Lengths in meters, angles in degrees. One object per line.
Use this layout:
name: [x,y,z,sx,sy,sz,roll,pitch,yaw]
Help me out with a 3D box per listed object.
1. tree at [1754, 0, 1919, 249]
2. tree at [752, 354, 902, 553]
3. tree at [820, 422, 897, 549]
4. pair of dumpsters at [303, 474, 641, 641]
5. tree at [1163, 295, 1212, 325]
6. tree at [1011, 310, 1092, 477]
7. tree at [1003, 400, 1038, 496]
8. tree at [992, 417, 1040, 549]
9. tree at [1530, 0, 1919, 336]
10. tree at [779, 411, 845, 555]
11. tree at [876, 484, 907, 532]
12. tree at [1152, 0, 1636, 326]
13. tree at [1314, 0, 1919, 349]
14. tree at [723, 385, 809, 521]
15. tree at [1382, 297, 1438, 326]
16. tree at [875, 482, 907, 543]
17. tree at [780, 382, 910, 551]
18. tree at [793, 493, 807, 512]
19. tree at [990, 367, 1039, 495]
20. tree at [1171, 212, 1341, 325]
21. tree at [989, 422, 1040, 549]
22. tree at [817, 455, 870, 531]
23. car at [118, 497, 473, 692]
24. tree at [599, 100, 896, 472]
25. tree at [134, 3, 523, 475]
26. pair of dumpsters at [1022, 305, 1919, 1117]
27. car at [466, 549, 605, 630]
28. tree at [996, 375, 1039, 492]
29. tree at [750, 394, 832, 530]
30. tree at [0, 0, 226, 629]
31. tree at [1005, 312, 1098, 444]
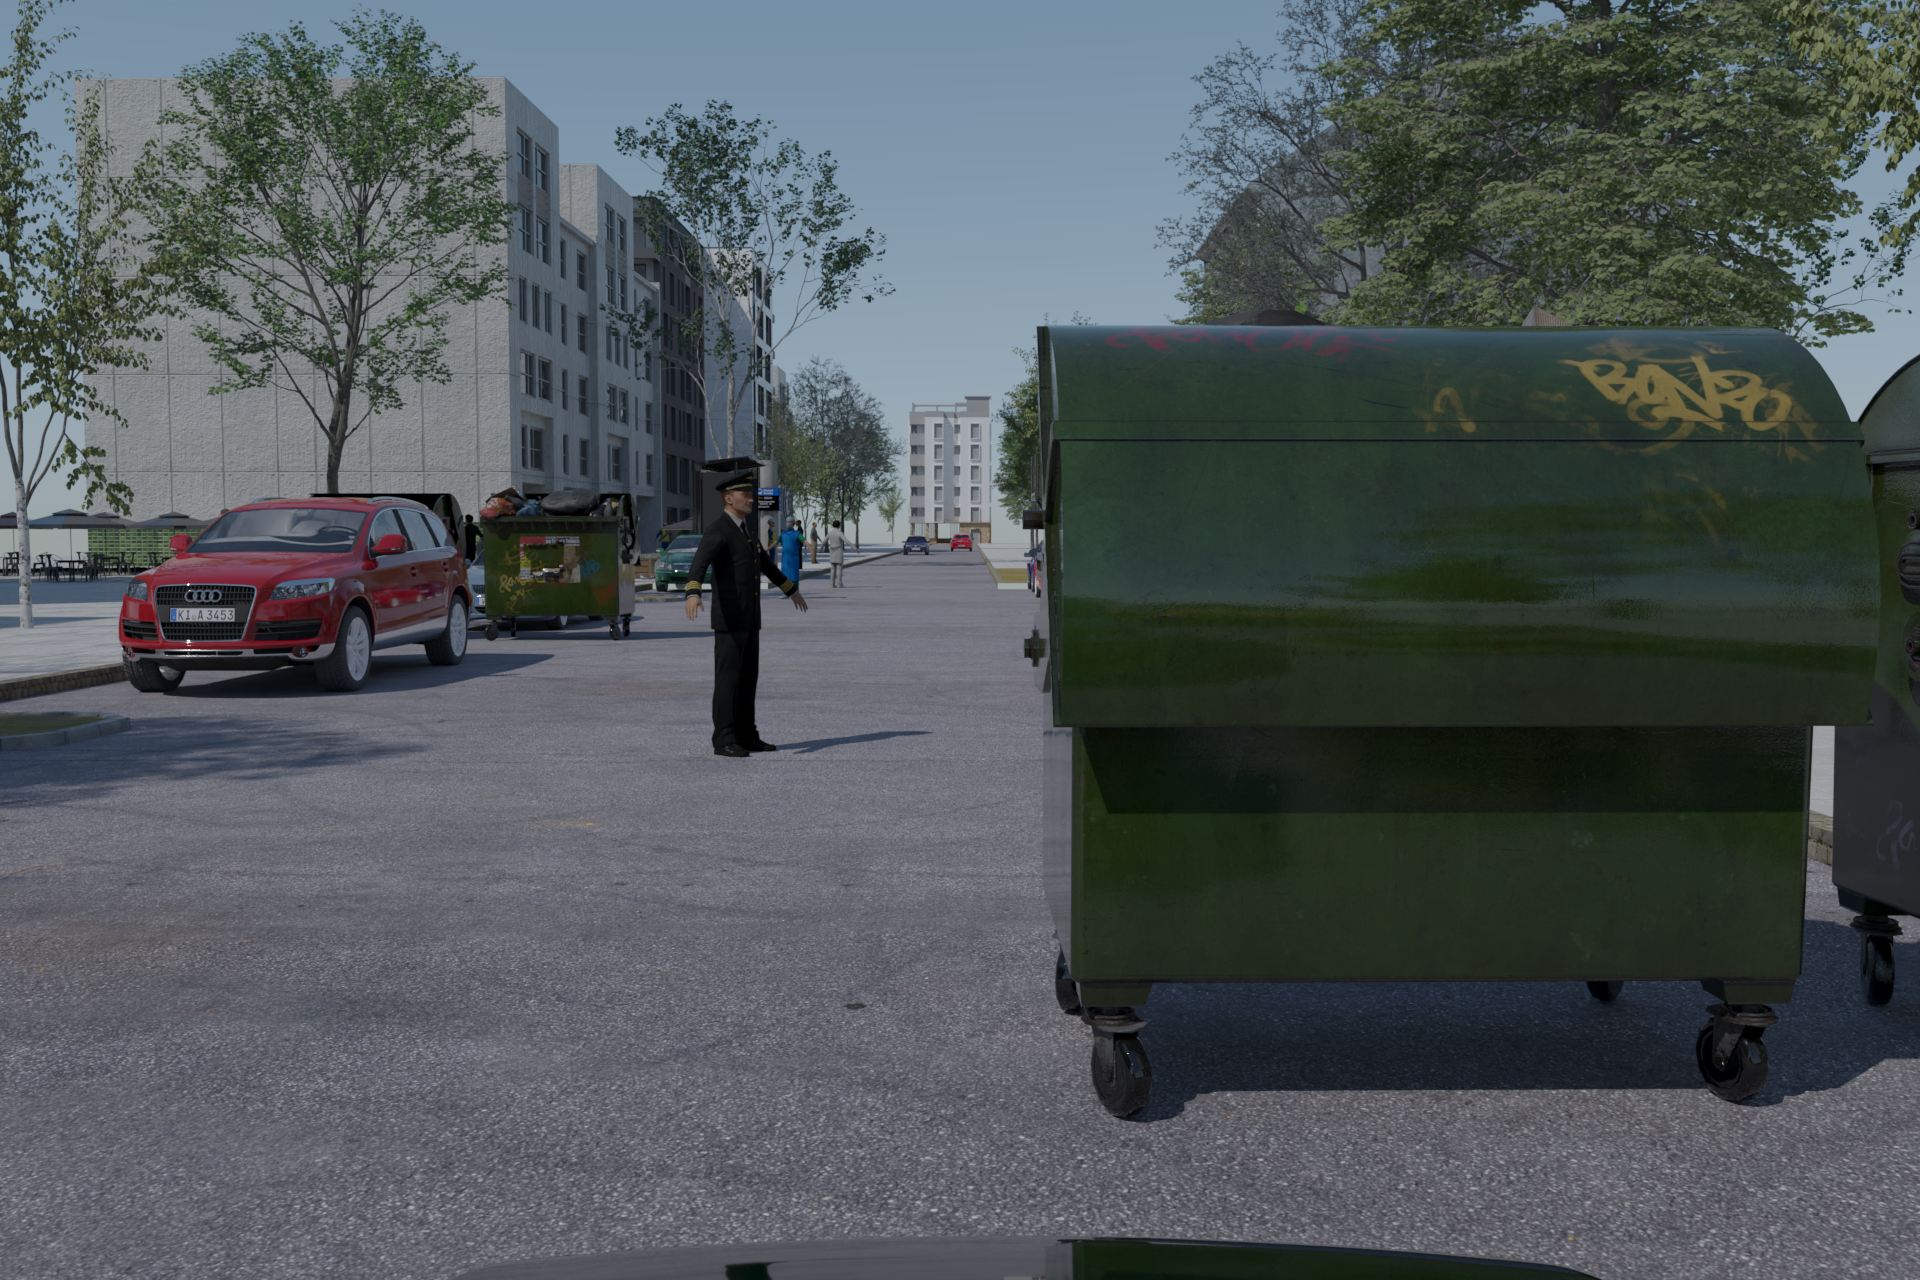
tree: [8.266,-3.865,13.558,4.737,8.622,4.395,0,3,0]
tree: [-9.121,-12.679,117.667,12.009,13.543,11.850,0,3,0]
tree: [-9.164,-13.818,151.673,9.928,11.665,9.643,0,3,0]
pair of dumpsters: [-6.677,-1.144,23.650,4.436,2.255,1.574,0,4,0]
tree: [7.924,-6.287,53.154,4.360,8.622,3.978,0,3,0]
tree: [5.646,-8.471,72.915,7.601,10.594,8.767,0,4,1]
tree: [6.514,-11.801,118.697,9.928,11.665,9.643,0,3,0]
tree: [6.496,-14.065,148.089,7.486,12.596,7.792,0,3,0]
tree: [24.469,-12.183,55.083,12.611,20.169,13.585,0,3,0]
tree: [-9.158,-9.369,103.553,4.737,8.622,4.395,0,3,0]
tree: [-9.200,-17.919,243.335,4.360,8.622,3.978,0,3,0]
tree: [8.406,-7.567,34.098,12.009,13.543,11.850,0,3,0]
tree: [8.395,-6.399,22.758,7.486,12.596,7.792,0,3,0]
tree: [-9.024,-8.243,85.135,4.360,8.622,3.978,0,3,0]
tree: [13.601,-6.254,52.612,4.737,8.622,4.395,0,3,0]
tree: [-9.475,-17.474,236.066,4.737,8.622,4.395,0,3,0]
tree: [-9.065,-13.759,135.333,12.009,13.543,11.850,0,3,0]
tree: [-24.773,-19.388,242.753,9.928,11.665,9.643,0,3,0]
tree: [5.586,-9.357,87.391,7.601,10.594,8.767,2,4,26]
tree: [10.640,-8.809,62.156,7.486,12.596,7.792,0,3,0]
tree: [5.990,-11.975,130.206,8.767,10.594,7.601,2,4,30]
tree: [-15.877,-19.529,237.419,7.486,12.596,7.792,0,3,0]
car: [-6.484,-0.536,17.429,2.281,1.827,5.304,0,4,0]
tree: [-9.125,-13.348,74.129,12.611,20.169,13.585,0,3,0]
tree: [-12.378,-6.641,34.333,9.928,11.665,9.643,0,3,0]
pair of dumpsters: [2.387,0.011,4.771,4.436,2.255,1.574,0,4,-1]
car: [-6.785,-0.946,27.475,2.014,1.417,4.499,0,4,1]
tree: [5.664,-11.040,106.258,9.928,11.665,9.643,0,3,0]
tree: [-9.470,-8.670,92.121,4.360,8.622,3.978,0,3,0]
tree: [-12.450,-4.457,23.228,4.737,8.622,4.395,0,3,0]
tree: [3.654,-6.599,58.250,4.737,8.622,4.395,0,3,0]
